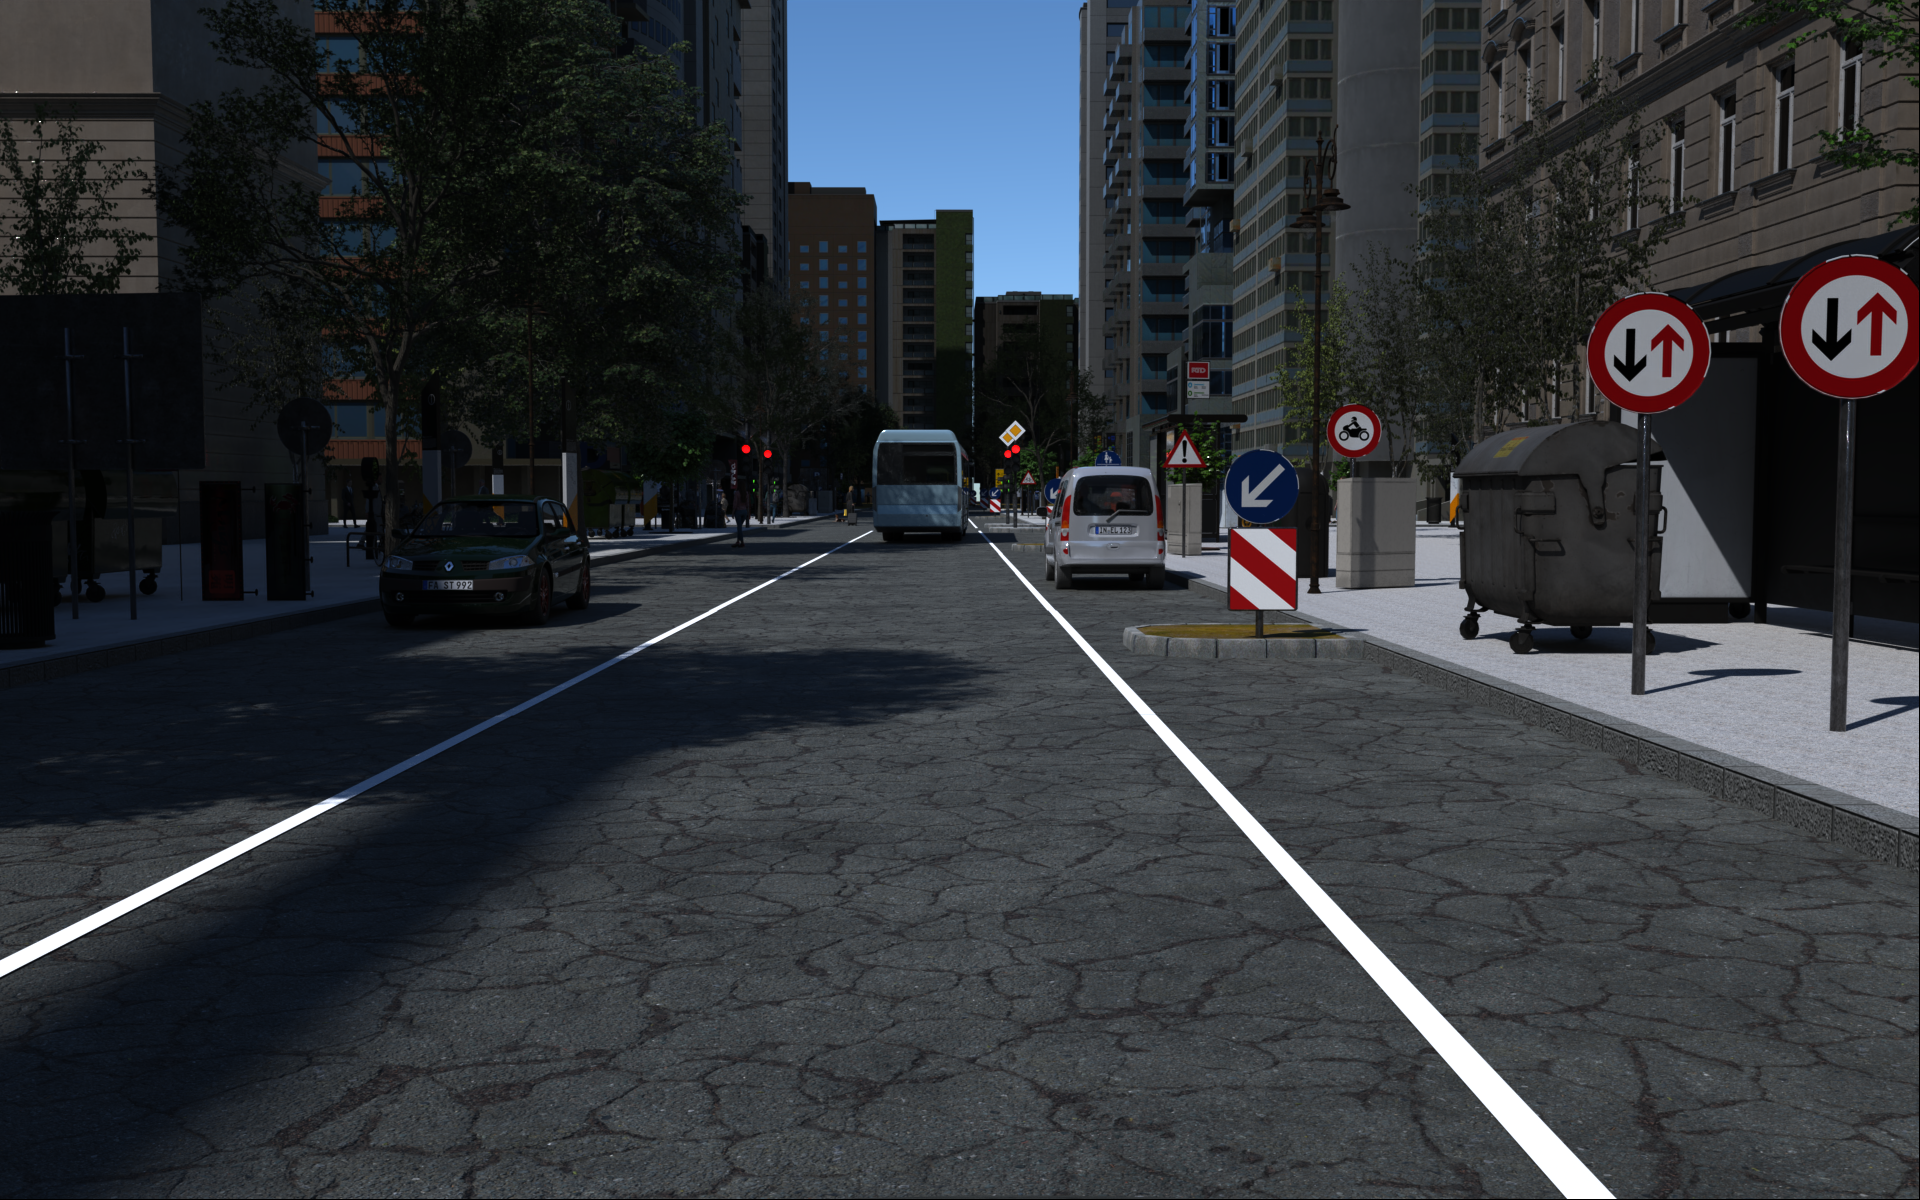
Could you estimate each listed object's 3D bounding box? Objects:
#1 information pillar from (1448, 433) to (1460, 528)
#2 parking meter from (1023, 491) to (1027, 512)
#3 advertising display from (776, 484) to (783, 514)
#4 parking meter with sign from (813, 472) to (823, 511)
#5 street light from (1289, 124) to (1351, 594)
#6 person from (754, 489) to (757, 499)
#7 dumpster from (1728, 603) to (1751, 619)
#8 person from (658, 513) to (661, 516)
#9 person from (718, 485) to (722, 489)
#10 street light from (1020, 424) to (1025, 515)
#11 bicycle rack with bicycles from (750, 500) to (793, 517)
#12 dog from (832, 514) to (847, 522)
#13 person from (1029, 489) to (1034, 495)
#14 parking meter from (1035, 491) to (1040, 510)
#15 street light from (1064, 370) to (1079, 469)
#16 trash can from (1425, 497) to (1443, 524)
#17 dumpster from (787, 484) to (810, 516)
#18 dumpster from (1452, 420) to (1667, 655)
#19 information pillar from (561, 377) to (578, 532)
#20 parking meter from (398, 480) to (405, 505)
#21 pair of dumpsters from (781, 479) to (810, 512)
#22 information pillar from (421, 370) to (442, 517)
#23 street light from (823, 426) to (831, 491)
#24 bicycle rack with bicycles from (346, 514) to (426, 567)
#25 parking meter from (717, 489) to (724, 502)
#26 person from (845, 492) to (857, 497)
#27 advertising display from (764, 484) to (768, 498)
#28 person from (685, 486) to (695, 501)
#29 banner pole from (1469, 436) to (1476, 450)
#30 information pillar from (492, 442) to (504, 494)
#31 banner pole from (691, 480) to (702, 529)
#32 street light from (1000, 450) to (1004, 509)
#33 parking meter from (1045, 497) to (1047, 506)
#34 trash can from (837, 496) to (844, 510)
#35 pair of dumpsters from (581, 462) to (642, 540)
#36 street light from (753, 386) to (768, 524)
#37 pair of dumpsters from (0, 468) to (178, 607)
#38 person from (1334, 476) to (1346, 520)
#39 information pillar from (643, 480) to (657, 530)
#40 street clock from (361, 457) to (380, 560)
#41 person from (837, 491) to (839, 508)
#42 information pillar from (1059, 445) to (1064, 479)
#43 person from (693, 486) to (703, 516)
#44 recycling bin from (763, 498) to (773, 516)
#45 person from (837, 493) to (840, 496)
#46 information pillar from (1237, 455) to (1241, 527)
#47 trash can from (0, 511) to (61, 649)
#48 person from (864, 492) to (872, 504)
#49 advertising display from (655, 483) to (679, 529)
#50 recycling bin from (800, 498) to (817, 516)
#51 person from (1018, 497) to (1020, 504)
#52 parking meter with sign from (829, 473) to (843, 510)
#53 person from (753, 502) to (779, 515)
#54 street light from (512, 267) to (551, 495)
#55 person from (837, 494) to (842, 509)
[{"bbox_3d":[18.904,-4.576,66.172,0.183,3.616,0.504,-1,4,-18],"label":"information pillar"},{"bbox_3d":[4.654,-7.174,125.699,0.372,1.533,0.369,0,3,0],"label":"parking meter"},{"bbox_3d":[-11.659,-6.515,111.731,0.123,1.923,0.974,1,4,21],"label":"advertising display"},{"bbox_3d":[-11.021,-8.509,135.384,0.543,3.016,1.738,-1,4,-16],"label":"parking meter with sign"},{"bbox_3d":[4.577,-3.022,22.192,0.468,5.910,1.993,0,4,0],"label":"street light"},{"bbox_3d":[-17.834,-8.878,151.876,0.721,1.739,1.217,1,4,13],"label":"person"},{"bbox_3d":[7.466,-0.981,18.534,1.502,2.255,1.985,0,4,-1],"label":"dumpster"},{"bbox_3d":[-17.853,-5.922,103.346,0.782,1.767,0.515,-1,4,-15],"label":"person"},{"bbox_3d":[-13.396,-5.495,96.162,0.850,1.792,0.678,-3,5,-45],"label":"person"},{"bbox_3d":[3.843,-8.184,106.590,0.468,5.910,1.993,0,4,0],"label":"street light"},{"bbox_3d":[-10.843,-5.212,98.593,2.925,0.926,2.852,-2,4,-34],"label":"bicycle rack with bicycles"},{"bbox_3d":[-6.144,-4.187,88.651,0.748,0.427,0.550,2,4,33],"label":"dog"},{"bbox_3d":[5.500,-7.706,132.131,0.616,1.811,0.778,-2,4,-25],"label":"person"},{"bbox_3d":[6.097,-7.845,136.675,0.372,1.533,0.369,0,3,0],"label":"parking meter"},{"bbox_3d":[4.171,-5.626,64.776,0.468,5.910,1.993,0,4,0],"label":"street light"},{"bbox_3d":[20.359,-3.837,74.391,0.748,1.137,0.748,0,3,0],"label":"trash can"},{"bbox_3d":[-9.475,-5.834,101.138,1.264,1.857,1.865,0,4,-1],"label":"dumpster"},{"bbox_3d":[5.003,-0.535,14.512,1.264,1.857,1.865,0,4,-1],"label":"dumpster"},{"bbox_3d":[-7.868,-2.663,34.890,0.183,3.616,0.504,1,4,14],"label":"information pillar"},{"bbox_3d":[-23.520,-4.106,72.847,0.255,1.863,0.399,-2,4,-34],"label":"parking meter"},{"bbox_3d":[-10.201,-6.418,107.420,1.574,2.255,4.437,0,4,-1],"label":"pair of dumpsters"},{"bbox_3d":[-10.012,-2.538,32.857,0.504,3.616,0.183,3,4,37],"label":"information pillar"},{"bbox_3d":[-8.950,-8.830,117.164,0.468,5.910,1.993,0,4,0],"label":"street light"},{"bbox_3d":[-9.576,-1.064,30.780,2.925,0.926,2.852,3,5,44],"label":"bicycle rack with bicycles"},{"bbox_3d":[-11.936,-4.755,86.150,0.372,1.533,0.369,0,3,0],"label":"parking meter"},{"bbox_3d":[-10.479,-9.767,166.437,1.217,1.736,0.721,0,4,3],"label":"person"},{"bbox_3d":[-12.231,-6.371,109.371,0.123,1.923,0.974,-1,4,-16],"label":"advertising display"},{"bbox_3d":[-16.748,-6.196,107.526,0.592,1.802,0.473,2,4,26],"label":"person"},{"bbox_3d":[21.984,-5.149,74.196,0.401,3.779,0.863,-2,4,-26],"label":"banner pole"},{"bbox_3d":[-19.806,-5.073,74.304,0.504,3.616,0.183,-3,4,-39],"label":"information pillar"},{"bbox_3d":[-9.615,-4.489,63.419,0.401,3.779,0.863,0,4,6],"label":"banner pole"},{"bbox_3d":[3.538,-10.760,148.710,0.468,5.910,1.993,0,4,0],"label":"street light"},{"bbox_3d":[5.224,-6.205,107.170,0.255,1.863,0.399,-2,4,-26],"label":"parking meter"},{"bbox_3d":[-9.640,-7.793,139.072,0.748,1.137,0.748,0,3,0],"label":"trash can"},{"bbox_3d":[-10.437,-2.946,50.656,1.574,2.255,4.437,0,4,0],"label":"pair of dumpsters"},{"bbox_3d":[-8.551,-6.212,74.360,0.468,5.910,1.993,0,4,0],"label":"street light"},{"bbox_3d":[-10.721,-1.068,19.962,1.574,2.255,4.437,0,4,0],"label":"pair of dumpsters"},{"bbox_3d":[11.734,-2.884,53.201,0.388,1.821,0.555,-3,5,-43],"label":"person"},{"bbox_3d":[-10.955,-4.269,61.146,0.504,3.616,0.183,-2,4,-29],"label":"information pillar"},{"bbox_3d":[-11.555,-1.798,33.972,0.358,2.002,0.471,0,4,-3],"label":"street clock"},{"bbox_3d":[-11.607,-9.661,164.007,0.705,1.824,1.348,0,4,5],"label":"person"},{"bbox_3d":[4.816,-5.574,82.486,0.183,3.616,0.504,2,4,25],"label":"information pillar"},{"bbox_3d":[-15.466,-5.904,102.591,0.581,1.822,0.654,1,4,22],"label":"person"},{"bbox_3d":[-11.260,-5.401,100.855,0.722,1.027,0.722,2,4,33],"label":"recycling bin"},{"bbox_3d":[-10.944,-8.831,151.142,1.217,1.735,0.721,1,4,9],"label":"person"},{"bbox_3d":[5.454,-1.735,32.866,0.304,2.012,0.304,-1,4,-8],"label":"information pillar"},{"bbox_3d":[-7.921,-0.173,14.480,0.748,1.137,0.748,0,3,0],"label":"trash can"},{"bbox_3d":[-12.069,-13.424,228.719,1.217,1.736,0.721,-2,4,-25],"label":"person"},{"bbox_3d":[-10.806,-3.578,63.710,0.974,1.923,0.123,1,4,12],"label":"advertising display"},{"bbox_3d":[-9.027,-5.546,103.238,0.722,1.027,0.722,3,4,37],"label":"recycling bin"},{"bbox_3d":[7.440,-12.925,217.883,1.217,1.766,0.721,-2,4,-27],"label":"person"},{"bbox_3d":[-10.630,-9.023,143.785,1.738,3.016,0.543,1,4,18],"label":"parking meter with sign"},{"bbox_3d":[-11.519,-5.944,103.436,1.509,1.804,0.699,1,4,22],"label":"person"},{"bbox_3d":[-8.271,-3.708,33.409,0.468,5.910,1.993,0,4,0],"label":"street light"},{"bbox_3d":[-9.863,-8.064,142.130,0.590,1.304,0.306,2,4,33],"label":"person"}]
